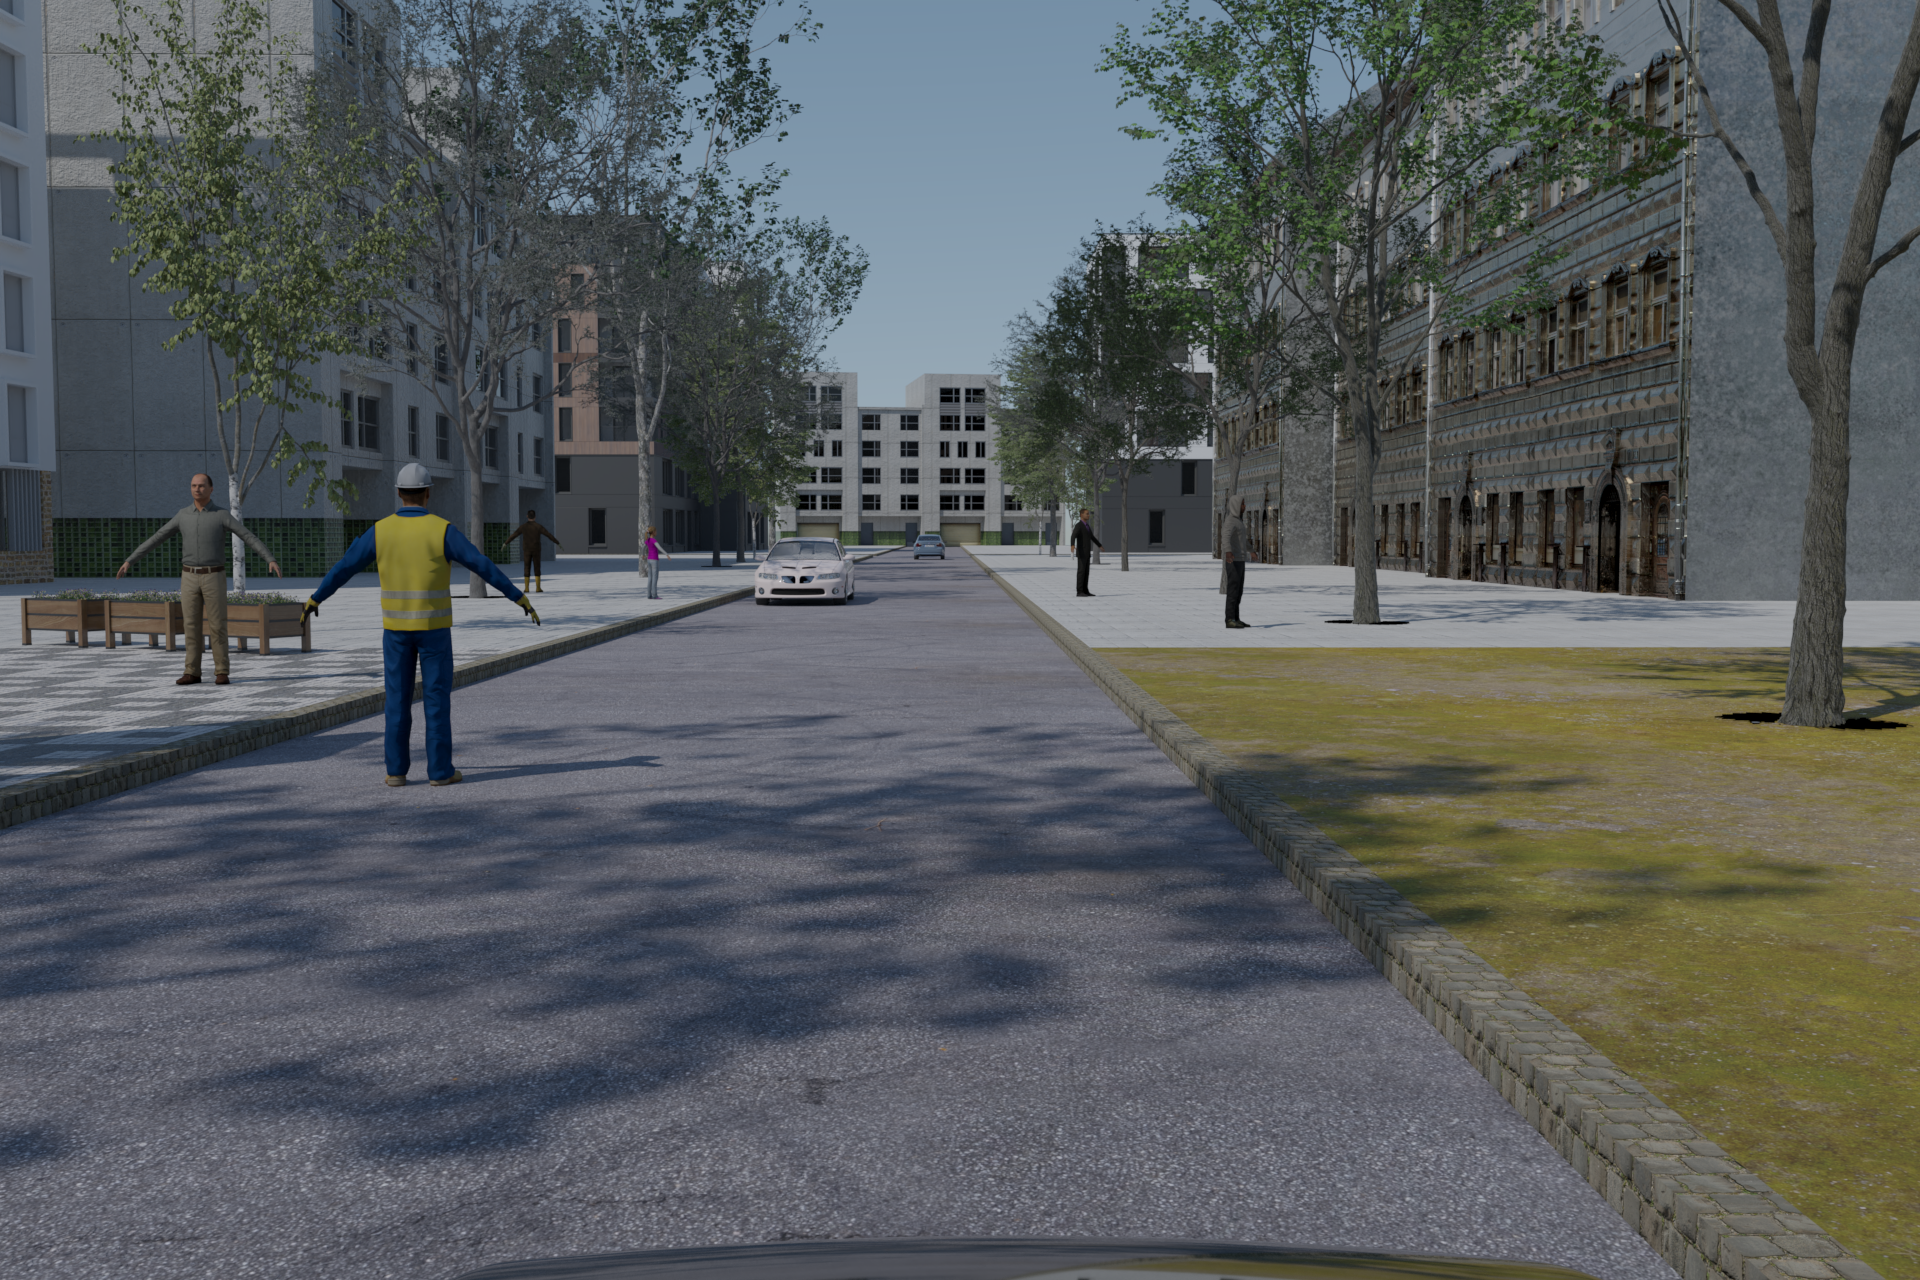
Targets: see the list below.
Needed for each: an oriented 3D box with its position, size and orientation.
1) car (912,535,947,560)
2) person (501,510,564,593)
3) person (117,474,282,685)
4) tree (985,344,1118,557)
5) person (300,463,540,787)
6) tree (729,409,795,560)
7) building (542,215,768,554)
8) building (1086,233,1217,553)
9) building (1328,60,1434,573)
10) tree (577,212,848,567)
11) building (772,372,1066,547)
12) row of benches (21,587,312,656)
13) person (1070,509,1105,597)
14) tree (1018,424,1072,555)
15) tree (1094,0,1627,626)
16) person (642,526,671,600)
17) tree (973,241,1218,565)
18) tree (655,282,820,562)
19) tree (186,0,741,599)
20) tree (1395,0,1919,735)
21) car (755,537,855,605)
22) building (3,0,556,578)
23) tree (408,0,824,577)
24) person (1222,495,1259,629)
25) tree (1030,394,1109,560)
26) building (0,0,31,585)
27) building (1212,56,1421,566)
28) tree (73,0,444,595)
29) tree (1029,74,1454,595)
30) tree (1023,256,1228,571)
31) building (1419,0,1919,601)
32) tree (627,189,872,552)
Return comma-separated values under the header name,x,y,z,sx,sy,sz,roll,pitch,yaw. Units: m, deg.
name,x,y,z,sx,sy,sz,roll,pitch,yaw
car,-1.726,-5.268,98.138,2.014,1.417,4.499,0,4,0
person,-9.356,-1.942,37.886,1.346,1.812,0.704,0,4,-7
person,-6.462,-0.521,14.787,1.348,1.796,0.705,0,4,-6
tree,4.837,-10.936,96.933,7.486,12.596,7.792,0,3,0
person,-3.098,-0.090,9.902,1.349,1.833,0.705,0,4,-5
tree,-10.263,-8.351,86.897,4.737,8.622,4.395,0,3,0
building,-30.029,-17.340,127.486,27.936,21.610,32.646,0,4,1
building,23.492,-17.751,134.199,27.936,21.610,32.646,0,4,0
building,24.335,-14.022,60.183,19.493,23.208,18.063,0,4,0
tree,-9.404,-9.560,66.671,12.009,13.543,11.850,0,3,0
building,-5.161,-20.087,197.338,31.486,18.905,16.747,-1,4,-9
row of benches,-8.840,-0.234,19.295,4.104,0.672,1.422,2,4,27
person,2.559,-1.788,35.465,0.704,1.802,1.346,2,4,32
tree,4.724,-9.459,105.009,4.360,8.622,3.978,0,3,0
tree,5.763,-6.041,24.528,9.928,11.665,9.643,0,3,0
person,-5.965,-1.510,33.948,0.599,1.433,0.991,-3,5,-42
tree,5.750,-9.896,72.164,12.009,13.543,11.850,0,3,0
tree,-10.388,-9.805,78.437,7.486,12.596,7.792,0,3,0
tree,-9.609,-7.567,34.093,12.009,13.543,11.850,0,3,0
tree,5.693,-5.225,11.185,9.928,11.665,9.643,0,3,0
car,-3.222,-1.477,36.505,2.083,1.381,4.827,0,4,0
building,-27.300,-12.198,65.903,16.747,18.905,31.486,0,4,-1
tree,-10.388,-11.852,49.666,12.611,20.169,13.585,0,3,0
person,3.784,-1.068,23.596,0.705,1.813,1.348,2,4,25
tree,5.577,-8.226,84.854,4.360,8.622,3.978,0,3,0
building,-28.789,-10.765,32.429,16.016,20.090,11.380,0,4,-1
building,22.211,-15.154,78.701,19.493,23.208,18.063,0,4,0
tree,-9.008,-4.371,21.832,4.737,8.622,4.395,0,3,0
tree,5.618,-6.222,36.143,8.767,10.594,7.601,0,4,2
tree,5.386,-7.623,59.048,7.601,10.594,8.767,-3,4,-36
building,23.035,-12.879,41.498,19.493,23.208,18.063,0,3,0
tree,-11.642,-14.705,96.312,12.611,20.169,13.585,0,3,0
